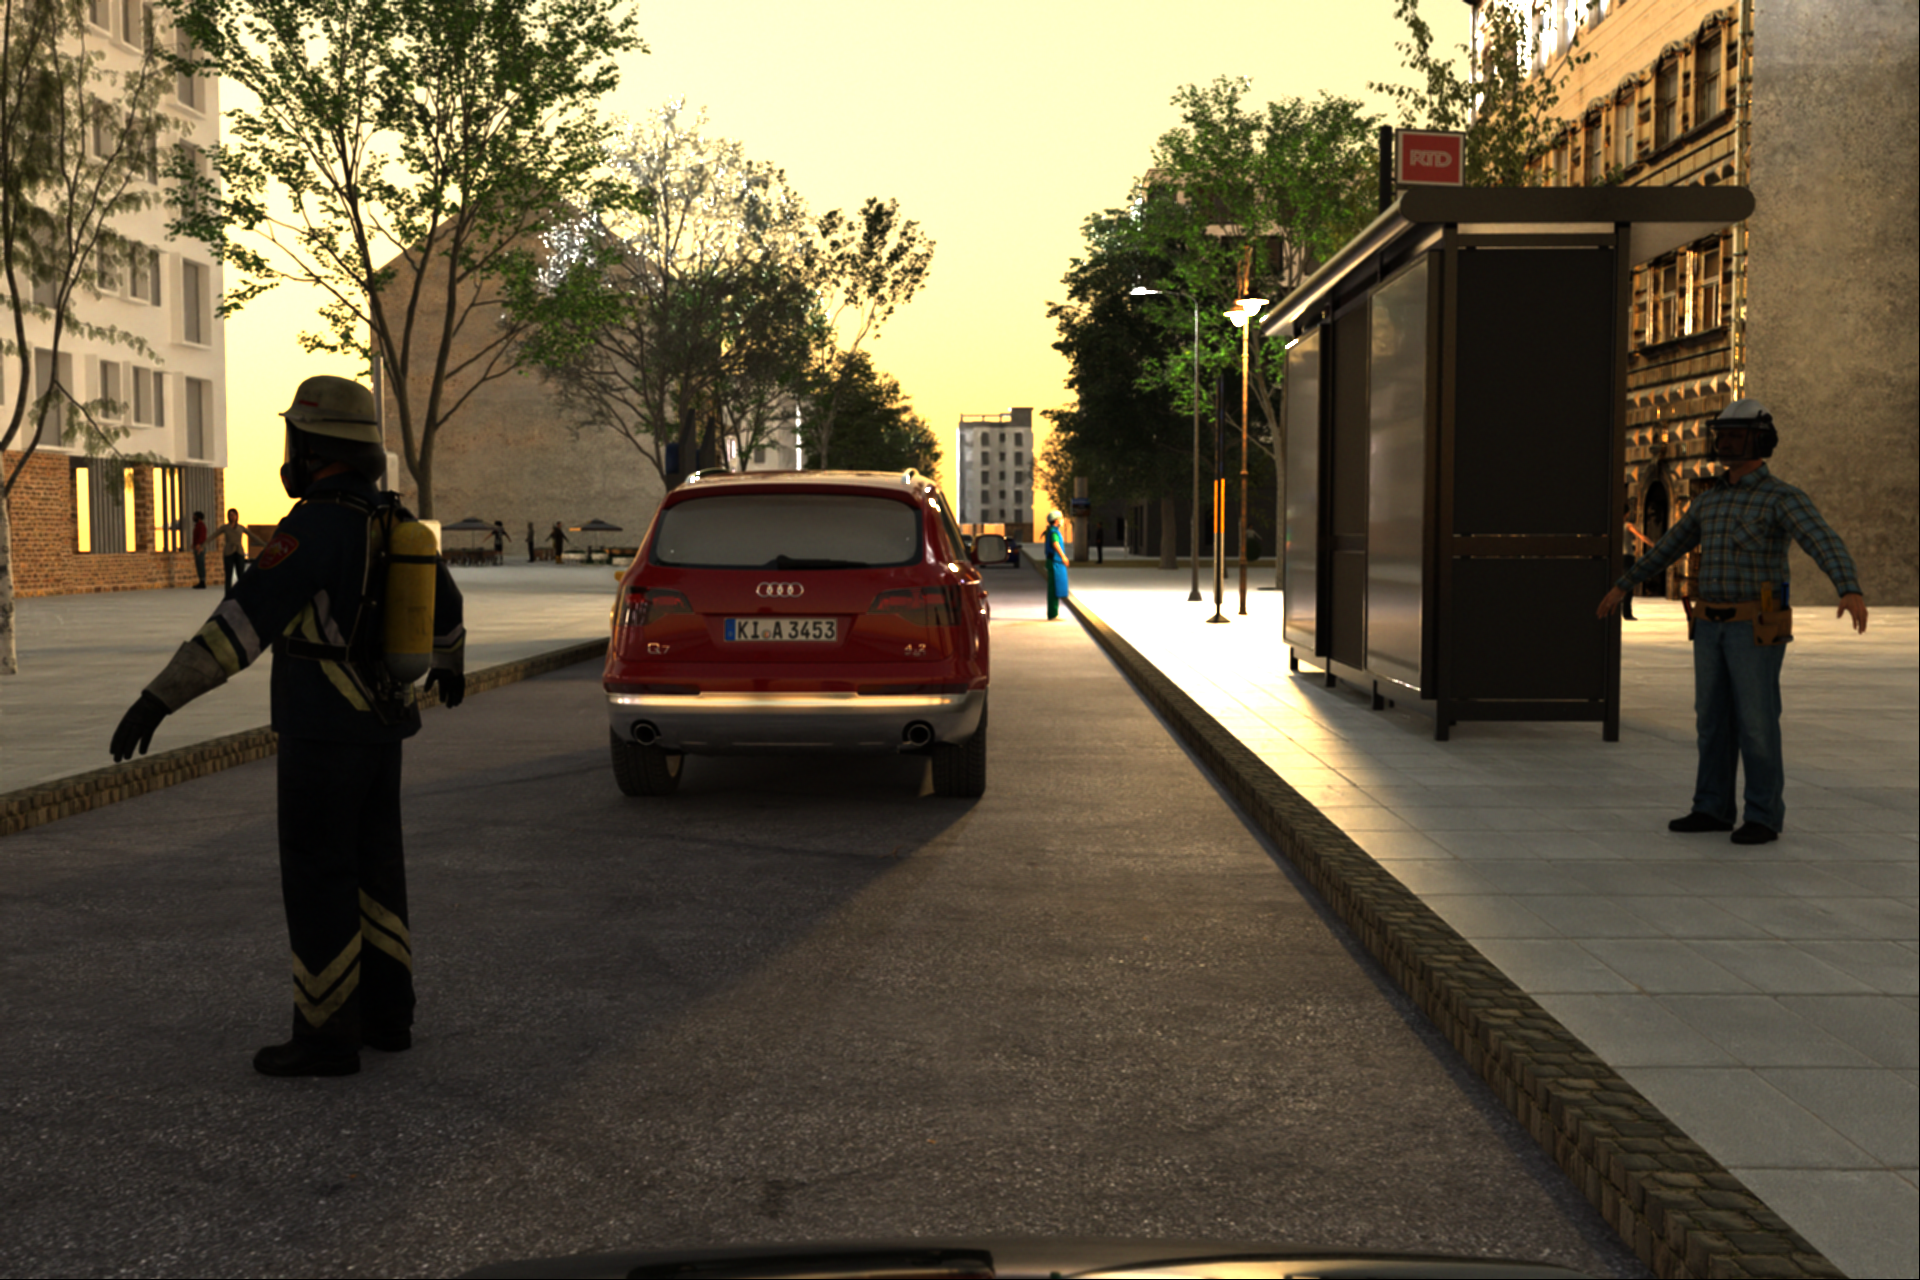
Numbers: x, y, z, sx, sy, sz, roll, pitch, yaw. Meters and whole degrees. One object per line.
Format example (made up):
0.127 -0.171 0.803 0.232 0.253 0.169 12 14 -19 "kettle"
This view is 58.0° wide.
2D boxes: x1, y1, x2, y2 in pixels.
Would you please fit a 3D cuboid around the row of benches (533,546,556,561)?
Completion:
-20.212 -4.198 84.107 1.422 0.672 4.104 0 4 -4 "row of benches"

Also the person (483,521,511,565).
-19.182 -4.022 71.909 0.704 1.843 1.345 3 5 42 "person"

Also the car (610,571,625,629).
-2.902 -0.612 20.237 2.015 1.641 3.980 0 4 2 "car"

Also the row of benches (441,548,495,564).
-21.377 -3.607 74.433 1.422 0.672 4.104 1 4 19 "row of benches"

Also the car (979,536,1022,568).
1.701 -3.773 74.274 1.945 1.354 3.894 0 4 2 "car"

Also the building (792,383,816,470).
-23.237 -21.223 203.412 16.016 20.090 11.380 0 4 1 "building"

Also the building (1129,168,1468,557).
24.883 -16.466 113.189 27.936 21.610 32.646 0 4 1 "building"

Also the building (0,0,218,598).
-23.948 -10.654 30.617 16.016 20.090 11.380 0 4 2 "building"

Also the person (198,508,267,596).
-12.722 -1.445 30.387 1.215 1.744 0.721 -2 4 -32 "person"

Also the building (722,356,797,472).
-23.765 -19.990 183.248 16.016 20.090 11.380 0 4 2 "building"

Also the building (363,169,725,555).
-26.188 -17.269 113.282 19.493 23.208 18.063 0 4 1 "building"

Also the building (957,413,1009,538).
0.063 -24.609 261.231 11.380 20.090 16.016 0 4 -7 "building"

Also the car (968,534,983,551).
1.472 -5.443 99.216 2.015 1.641 3.980 0 4 1 "car"

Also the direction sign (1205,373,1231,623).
3.730 -2.014 24.921 0.379 3.537 0.876 0 4 1 "direction sign"

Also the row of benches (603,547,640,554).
-16.278 -4.170 83.639 1.422 0.672 4.104 -2 4 -33 "row of benches"

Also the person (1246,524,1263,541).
15.434 -5.249 92.001 1.347 1.806 0.705 -1 4 -17 "person"

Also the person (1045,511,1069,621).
1.603 -1.233 28.744 0.704 1.817 1.347 0 4 -4 "person"

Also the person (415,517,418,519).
-16.887 -2.911 53.738 1.347 1.811 0.704 3 5 43 "person"

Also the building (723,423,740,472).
-22.255 -12.064 139.388 9.099 9.664 28.070 0 4 1 "building"

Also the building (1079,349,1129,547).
26.961 -21.292 192.097 27.936 21.610 32.646 0 4 1 "building"

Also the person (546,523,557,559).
-20.828 -5.100 89.145 0.705 1.858 1.354 2 4 23 "person"

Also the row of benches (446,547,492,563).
-22.549 -3.896 79.167 1.422 0.672 4.104 1 4 9 "row of benches"

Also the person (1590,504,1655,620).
9.937 -1.165 25.854 0.721 1.737 1.217 -3 4 -36 "person"

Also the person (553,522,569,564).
-17.248 -4.190 74.637 0.704 1.812 1.346 1 4 14 "person"

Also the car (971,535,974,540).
0.288 -7.316 131.980 2.083 1.381 4.827 0 4 2 "car"

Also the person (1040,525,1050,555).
5.365 -6.085 105.454 1.349 1.833 0.705 -2 4 -35 "person"

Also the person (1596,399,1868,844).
3.274 -0.091 7.321 0.704 1.849 1.345 -2 4 -25 "person"

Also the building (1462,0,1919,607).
23.143 -12.713 38.790 19.493 23.208 18.063 0 4 1 "building"

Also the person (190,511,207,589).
-17.891 -2.114 40.679 0.704 1.816 1.345 -2 4 -28 "person"

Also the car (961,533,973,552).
0.131 -6.719 119.639 2.009 1.686 4.222 0 4 2 "car"

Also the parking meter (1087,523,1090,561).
5.972 -4.698 82.516 0.399 1.863 0.255 0 4 1 "parking meter"

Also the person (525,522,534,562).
-19.591 -4.453 78.938 0.705 1.813 1.348 0 4 -4 "person"

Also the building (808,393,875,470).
-19.755 -22.425 233.106 16.747 18.905 31.486 0 4 1 "building"

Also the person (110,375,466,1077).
-1.700 0.216 4.698 0.705 1.856 1.354 1 4 18 "person"

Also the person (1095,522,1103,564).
6.052 -4.230 75.383 0.704 1.802 1.346 0 4 -1 "person"

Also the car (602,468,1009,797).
-0.828 -0.142 10.991 2.281 1.827 5.304 0 4 1 "car"
